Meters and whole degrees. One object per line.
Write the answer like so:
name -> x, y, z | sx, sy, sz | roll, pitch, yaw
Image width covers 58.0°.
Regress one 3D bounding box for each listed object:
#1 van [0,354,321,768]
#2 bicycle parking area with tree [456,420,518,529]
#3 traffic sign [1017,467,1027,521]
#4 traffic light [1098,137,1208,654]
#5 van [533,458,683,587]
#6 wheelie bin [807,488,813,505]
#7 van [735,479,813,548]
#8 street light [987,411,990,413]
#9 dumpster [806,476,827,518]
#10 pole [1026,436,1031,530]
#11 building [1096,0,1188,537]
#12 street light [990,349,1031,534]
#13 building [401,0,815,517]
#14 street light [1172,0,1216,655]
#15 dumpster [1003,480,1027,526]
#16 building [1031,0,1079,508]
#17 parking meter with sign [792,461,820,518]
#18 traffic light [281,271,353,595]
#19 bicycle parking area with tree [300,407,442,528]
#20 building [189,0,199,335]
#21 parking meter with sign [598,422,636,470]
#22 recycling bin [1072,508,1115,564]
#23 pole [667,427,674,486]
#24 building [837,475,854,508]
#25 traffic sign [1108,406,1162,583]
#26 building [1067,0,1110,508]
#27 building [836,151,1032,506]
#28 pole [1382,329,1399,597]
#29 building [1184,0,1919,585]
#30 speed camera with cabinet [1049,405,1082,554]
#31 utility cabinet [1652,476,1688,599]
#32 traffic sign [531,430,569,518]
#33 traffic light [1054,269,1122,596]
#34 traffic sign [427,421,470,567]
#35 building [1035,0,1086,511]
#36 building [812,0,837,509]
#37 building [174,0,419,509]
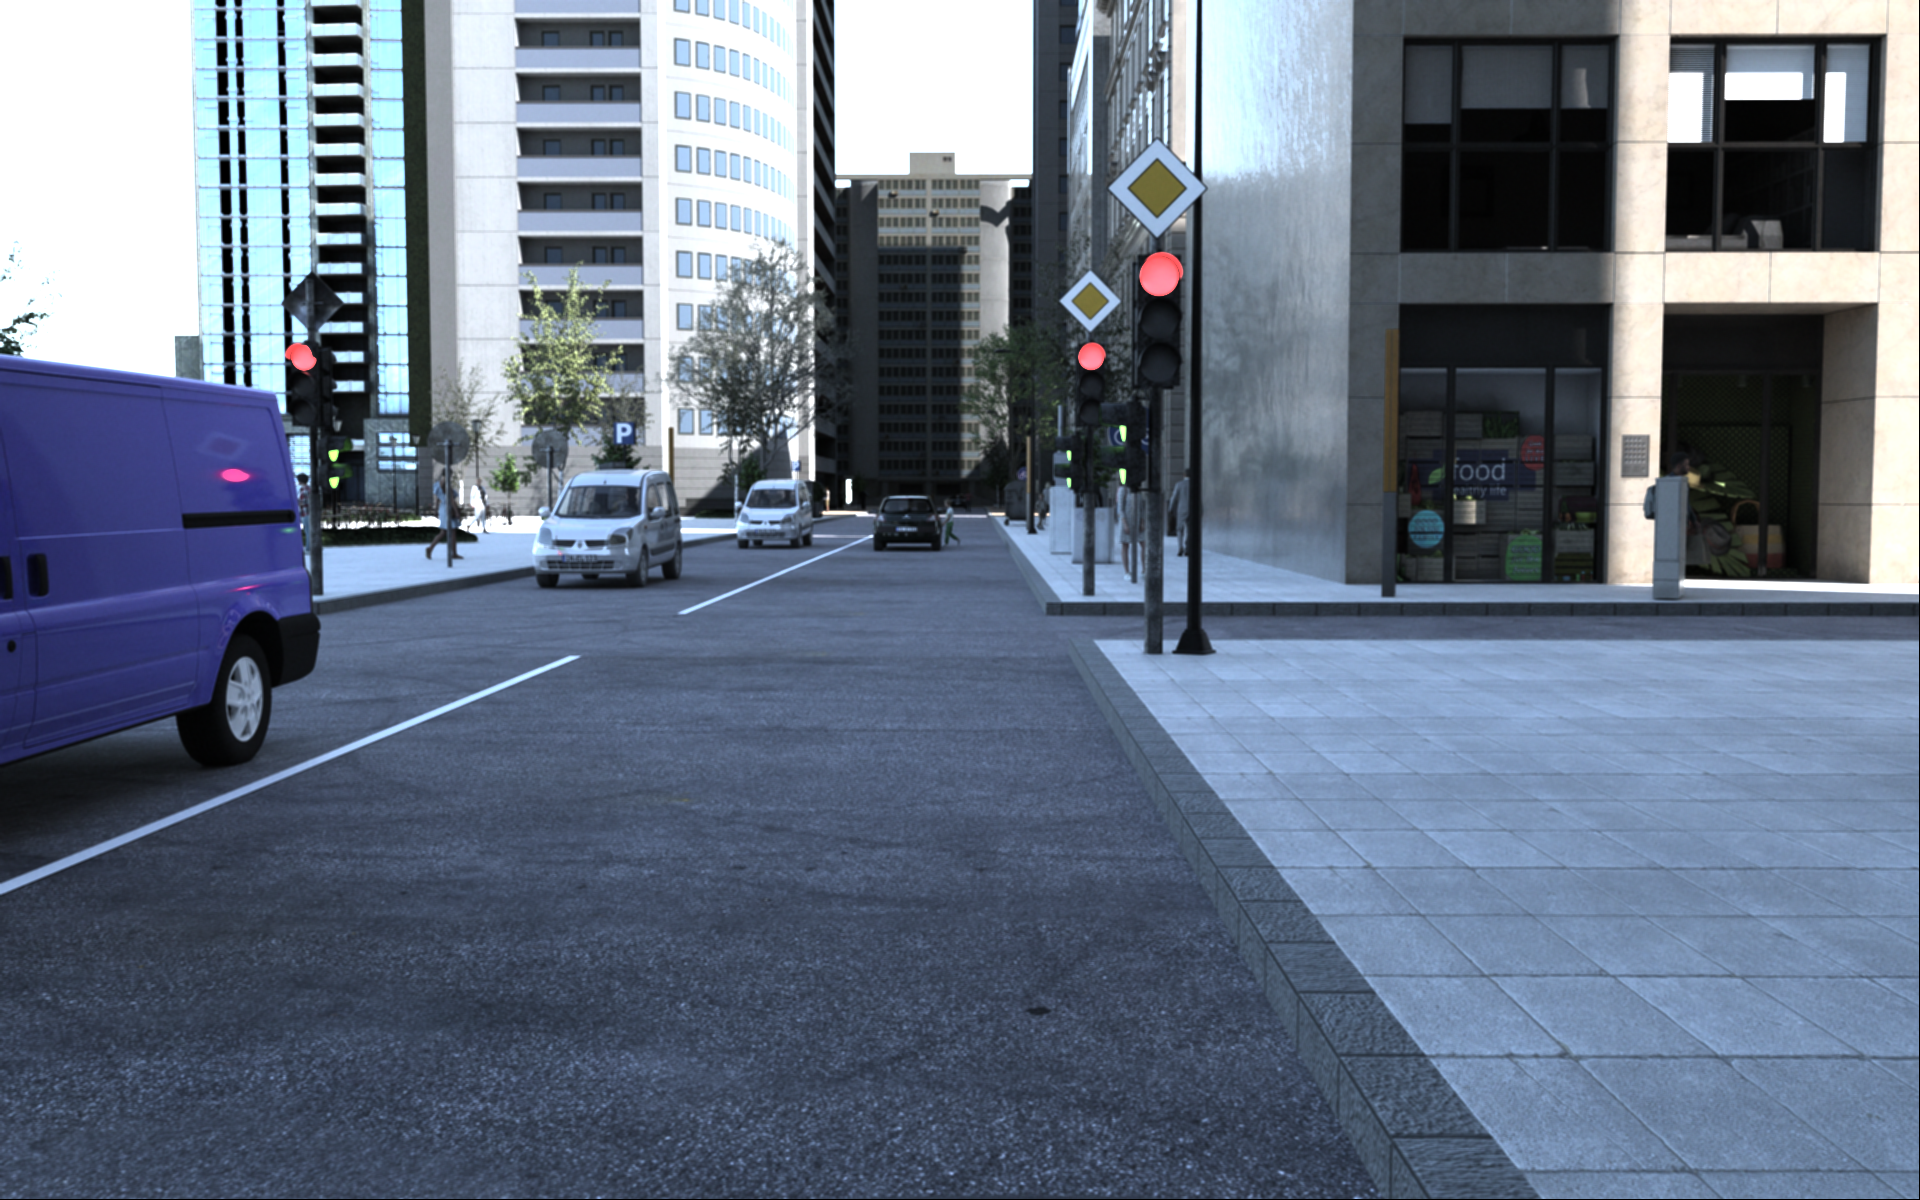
van -> -4.747, -0.195, 7.567 | 2.240, 2.365, 5.245 | 0, 4, 1
bicycle parking area with tree -> -21.298, -4.871, 66.643 | 8.231, 4.147, 9.016 | 0, 4, 5
traffic sign -> 3.060, -4.946, 80.979 | 0.768, 2.556, 0.104 | 0, 4, 6
traffic light -> 1.538, -1.523, 13.822 | 0.839, 4.253, 0.868 | 0, 4, 1
van -> -5.625, -1.280, 27.947 | 2.013, 2.044, 4.112 | 0, 4, 2
wheelie bin -> -8.072, -4.975, 89.248 | 0.693, 1.594, 0.980 | 2, 4, 33
van -> -4.996, -2.445, 46.991 | 2.013, 2.044, 4.112 | 0, 4, 2
street light -> 2.181, -7.589, 96.621 | 1.470, 5.913, 1.316 | 0, 4, 1
dumpster -> -8.024, -5.581, 93.745 | 1.502, 2.255, 1.985 | 0, 4, 1
pole -> 2.466, -4.129, 61.348 | 0.158, 3.312, 0.155 | 0, 3, 0
building -> 12.008, -16.284, 63.514 | 12.463, 27.353, 25.104 | 0, 4, 1
street light -> 1.791, -5.080, 55.604 | 1.470, 5.913, 1.316 | 0, 4, 1
building -> -21.161, -34.757, 110.284 | 21.231, 58.520, 28.212 | 0, 4, 1
street light -> 1.348, -2.524, 13.811 | 1.470, 5.913, 1.316 | 0, 4, 1
dumpster -> 2.415, -3.980, 70.824 | 1.264, 1.857, 1.865 | 0, 4, 1
building -> 16.940, -37.489, 154.940 | 21.231, 58.520, 28.212 | 0, 4, 1
parking meter with sign -> -8.089, -5.818, 91.388 | 0.543, 3.016, 1.738 | 2, 4, 35
traffic light -> -8.150, -2.016, 21.881 | 0.839, 4.253, 0.868 | 0, 4, 1
bicycle parking area with tree -> -23.191, -4.276, 56.918 | 8.231, 4.147, 9.016 | 1, 4, 19
building -> -71.378, -46.141, 192.657 | 20.611, 71.187, 20.563 | 0, 4, 1
parking meter with sign -> -8.292, -2.744, 41.128 | 0.543, 3.016, 1.738 | 1, 4, 13
recycling bin -> 2.475, -1.199, 32.159 | 0.722, 1.027, 0.722 | 1, 4, 11
pole -> -8.871, -3.626, 53.133 | 0.158, 3.312, 0.155 | 0, 3, 0
building -> -24.930, -30.862, 159.216 | 28.867, 44.769, 22.147 | 0, 4, 1
traffic sign -> 2.508, -1.513, 24.849 | 0.768, 2.556, 0.104 | 1, 4, 9
building -> 11.915, -16.429, 86.639 | 12.078, 24.808, 19.932 | 0, 4, 1
building -> -3.214, -31.022, 199.091 | 23.993, 40.220, 32.217 | 0, 4, 1
pole -> 5.355, -1.694, 21.537 | 0.158, 3.312, 0.155 | 0, 3, 0
building -> 22.557, -13.987, 33.205 | 34.151, 26.468, 19.350 | 0, 4, 1
speed camera with cabinet -> 2.328, -2.662, 37.866 | 0.660, 3.252, 2.038 | 0, 4, 8
utility cabinet -> 8.763, -0.778, 21.393 | 0.318, 1.500, 1.173 | 2, 4, 26
traffic sign -> -8.174, -2.105, 34.516 | 0.768, 2.556, 0.104 | 1, 4, 8
traffic light -> 1.611, -2.011, 21.807 | 0.839, 4.253, 0.868 | 0, 4, 1
traffic sign -> -8.963, -1.850, 30.353 | 0.768, 2.556, 0.104 | 0, 4, 5
building -> 17.210, -49.624, 124.023 | 22.319, 86.520, 31.000 | 0, 4, 1
building -> -21.232, -31.333, 135.999 | 21.300, 48.544, 21.600 | 0, 4, 1
building -> -54.873, -51.644, 157.053 | 31.000, 86.520, 22.319 | 0, 4, 1
